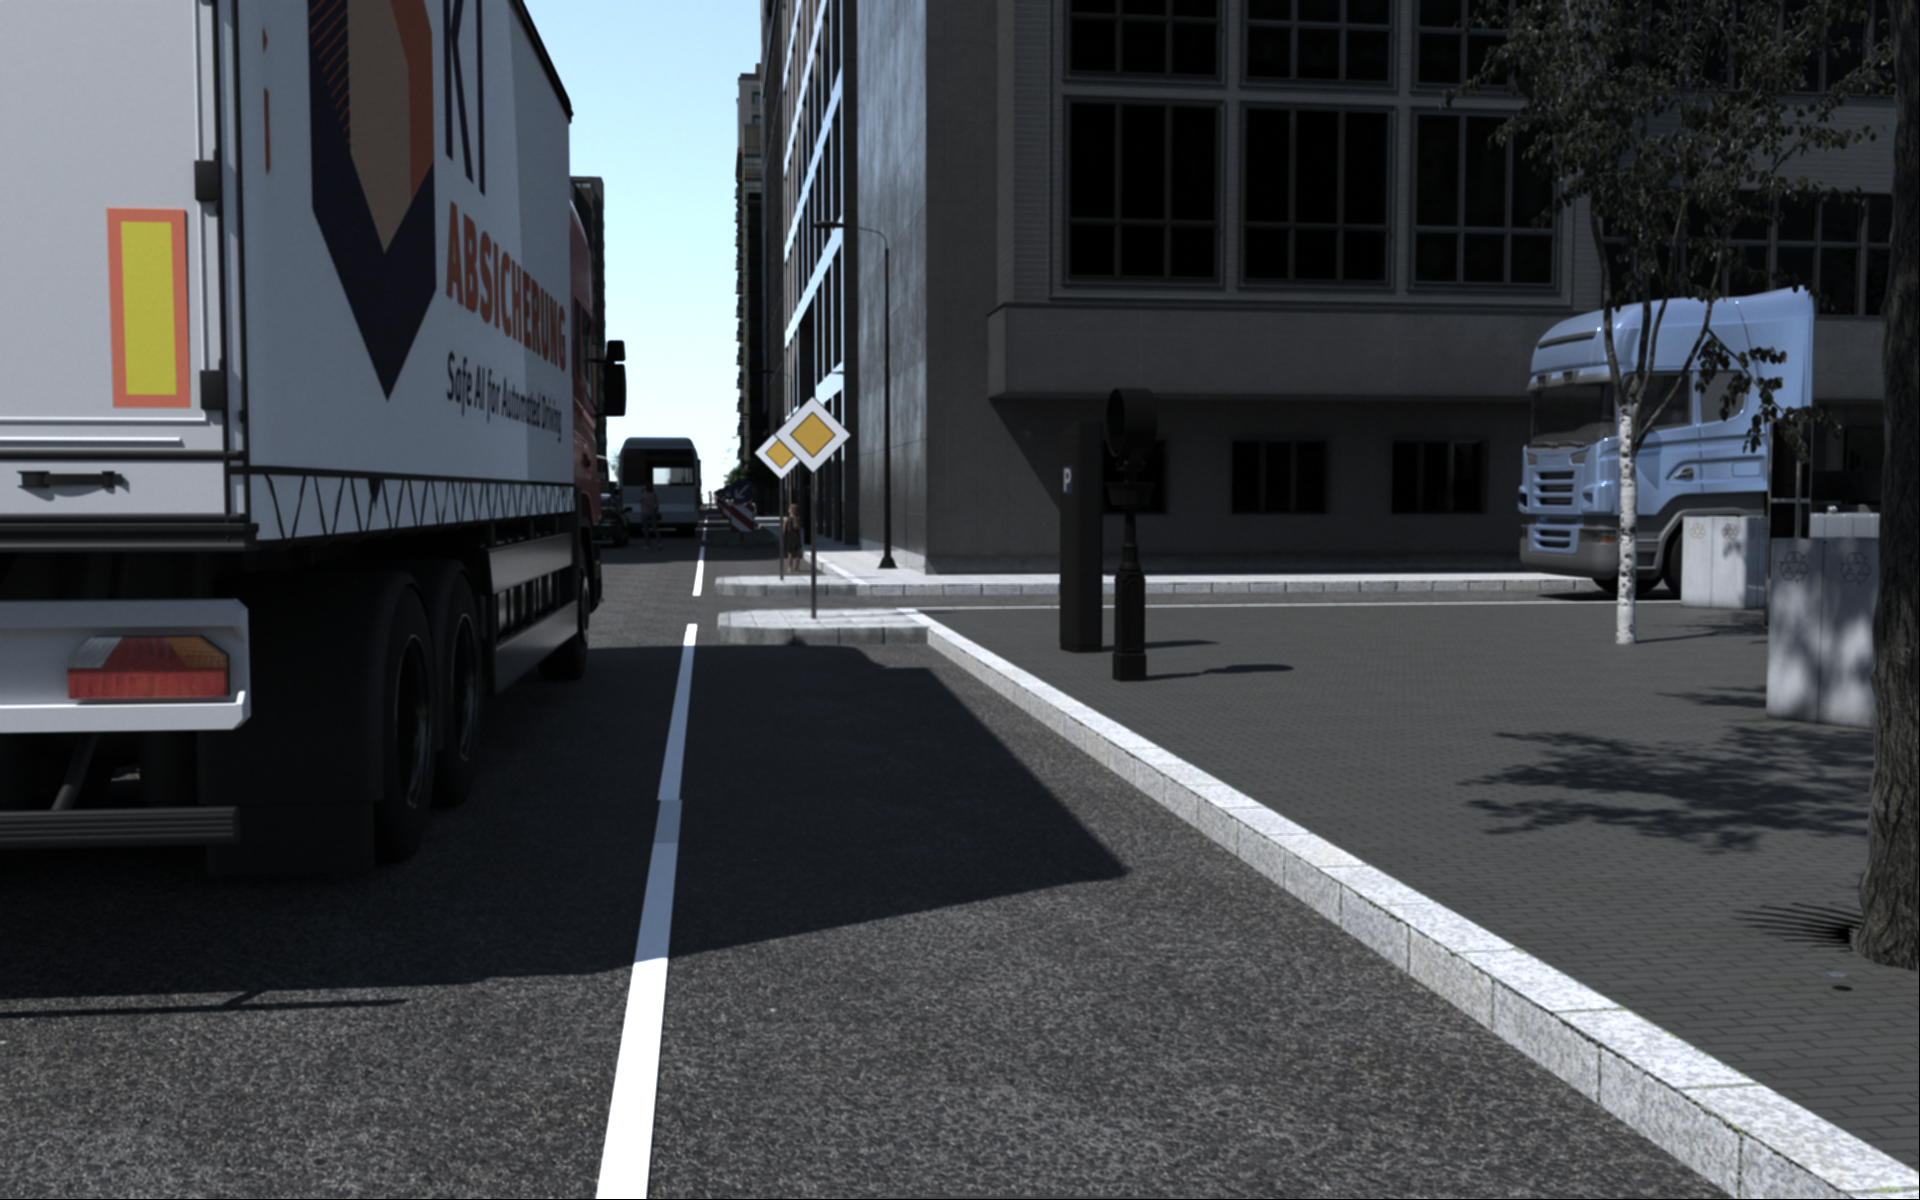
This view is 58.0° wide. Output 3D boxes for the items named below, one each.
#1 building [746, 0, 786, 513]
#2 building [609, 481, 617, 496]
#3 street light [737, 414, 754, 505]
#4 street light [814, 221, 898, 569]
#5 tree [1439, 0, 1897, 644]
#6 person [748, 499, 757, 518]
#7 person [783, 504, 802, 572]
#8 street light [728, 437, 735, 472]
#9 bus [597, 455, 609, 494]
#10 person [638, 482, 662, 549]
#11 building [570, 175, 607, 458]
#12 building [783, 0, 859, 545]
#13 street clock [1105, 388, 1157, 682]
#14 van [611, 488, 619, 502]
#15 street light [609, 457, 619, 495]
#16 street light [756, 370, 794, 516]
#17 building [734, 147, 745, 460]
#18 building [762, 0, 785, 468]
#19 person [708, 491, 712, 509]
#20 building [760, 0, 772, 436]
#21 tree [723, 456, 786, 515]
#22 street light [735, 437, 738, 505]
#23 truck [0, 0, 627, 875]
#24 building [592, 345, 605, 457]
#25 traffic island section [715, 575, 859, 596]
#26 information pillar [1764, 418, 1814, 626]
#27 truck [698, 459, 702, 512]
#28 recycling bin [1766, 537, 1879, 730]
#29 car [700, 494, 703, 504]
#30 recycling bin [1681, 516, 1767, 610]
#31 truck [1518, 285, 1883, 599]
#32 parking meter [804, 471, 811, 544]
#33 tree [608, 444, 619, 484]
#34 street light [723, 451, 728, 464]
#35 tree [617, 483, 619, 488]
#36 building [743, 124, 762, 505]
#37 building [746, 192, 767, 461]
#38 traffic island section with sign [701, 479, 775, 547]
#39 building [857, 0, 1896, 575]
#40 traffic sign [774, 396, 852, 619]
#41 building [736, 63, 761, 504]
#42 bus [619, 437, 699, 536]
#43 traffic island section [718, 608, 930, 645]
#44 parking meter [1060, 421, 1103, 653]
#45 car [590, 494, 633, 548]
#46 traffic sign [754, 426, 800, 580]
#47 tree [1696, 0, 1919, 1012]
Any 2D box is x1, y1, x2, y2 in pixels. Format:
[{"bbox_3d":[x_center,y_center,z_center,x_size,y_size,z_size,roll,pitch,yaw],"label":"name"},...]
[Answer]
[{"bbox_3d":[-4.996,-41.911,123.493,20.563,71.187,20.611,-1,4,-8],"label":"building"},{"bbox_3d":[-63.226,-33.173,234.257,32.217,40.220,23.993,-1,4,-8],"label":"building"},{"bbox_3d":[-11.963,-7.810,100.240,1.470,5.913,1.316,-1,4,-8],"label":"street light"},{"bbox_3d":[-1.787,-3.494,29.672,1.470,5.913,1.316,-1,4,-8],"label":"street light"},{"bbox_3d":[5.743,-3.916,14.391,4.360,8.622,3.978,0,3,0],"label":"tree"},{"bbox_3d":[-8.657,-3.612,72.238,0.352,1.250,0.332,-1,4,-22],"label":"person"},{"bbox_3d":[-3.091,-1.138,31.781,0.362,1.253,0.373,-1,4,-22],"label":"person"},{"bbox_3d":[-17.848,-10.287,140.725,1.470,5.913,1.316,-1,4,-8],"label":"street light"},{"bbox_3d":[-20.678,-6.216,93.182,2.896,3.916,12.252,0,4,-7],"label":"bus"},{"bbox_3d":[-7.965,-2.181,44.743,0.593,1.750,0.643,-2,4,-31],"label":"person"},{"bbox_3d":[-51.706,-32.561,215.961,14.154,41.232,14.086,-1,4,-8],"label":"building"},{"bbox_3d":[4.150,-15.696,61.146,19.350,26.468,34.151,-1,4,-8],"label":"building"},{"bbox_3d":[1.168,-0.448,11.889,0.358,2.002,0.471,-1,4,-12],"label":"street clock"},{"bbox_3d":[-30.828,-9.469,159.198,2.240,2.365,5.245,0,4,-7],"label":"van"},{"bbox_3d":[-43.516,-14.979,217.447,1.470,5.913,1.316,-1,4,-8],"label":"street light"},{"bbox_3d":[-6.835,-5.653,64.962,1.470,5.913,1.316,-1,4,-8],"label":"street light"},{"bbox_3d":[-16.929,-34.400,217.070,22.147,44.769,28.867,-1,4,-8],"label":"building"},{"bbox_3d":[-2.617,-18.101,89.459,14.314,27.812,24.014,-1,4,-8],"label":"building"},{"bbox_3d":[-23.958,-9.639,166.815,0.721,1.743,1.217,0,4,-3],"label":"person"},{"bbox_3d":[-3.177,-34.227,148.845,28.713,52.752,27.495,-1,4,-8],"label":"building"},{"bbox_3d":[-11.853,-7.664,109.016,4.285,4.588,4.351,0,3,0],"label":"tree"},{"bbox_3d":[-12.756,-8.129,105.442,1.470,5.913,1.316,-1,4,-8],"label":"street light"},{"bbox_3d":[-3.675,-1.281,9.859,2.839,4.237,11.283,0,4,-7],"label":"truck"},{"bbox_3d":[-54.748,-21.328,193.758,27.650,21.520,28.899,-1,4,-8],"label":"building"},{"bbox_3d":[-2.629,-0.214,25.773,2.009,0.180,2.903,-1,4,-8],"label":"traffic island section"},{"bbox_3d":[8.044,-0.754,16.814,0.304,2.012,0.304,-3,5,-44],"label":"information pillar"},{"bbox_3d":[-22.915,-9.510,144.399,2.839,4.237,11.283,-1,4,-9],"label":"truck"},{"bbox_3d":[5.110,0.167,9.817,0.722,1.027,0.722,-2,4,-30],"label":"recycling bin"},{"bbox_3d":[-37.148,-14.323,242.845,2.281,1.827,5.304,0,4,-7],"label":"car"},{"bbox_3d":[8.643,-0.429,19.566,0.722,1.027,0.722,3,5,45],"label":"recycling bin"},{"bbox_3d":[16.511,-2.092,23.968,18.799,4.110,2.967,0,4,-6],"label":"truck"},{"bbox_3d":[-3.846,-2.355,44.219,0.255,1.863,0.399,-1,4,-11],"label":"parking meter"},{"bbox_3d":[-50.314,-18.725,256.522,4.360,8.622,3.978,0,3,0],"label":"tree"},{"bbox_3d":[-24.547,-13.114,186.948,1.470,5.913,1.316,-1,4,-8],"label":"street light"},{"bbox_3d":[-49.755,-15.689,251.115,1.663,3.219,1.824,0,3,0],"label":"tree"},{"bbox_3d":[-17.293,-31.290,195.187,14.154,41.232,14.086,-1,4,-8],"label":"building"},{"bbox_3d":[-13.720,-24.299,168.984,14.160,30.474,14.107,-1,4,-8],"label":"building"},{"bbox_3d":[-6.143,-2.397,47.814,1.989,1.847,2.006,-1,4,-8],"label":"traffic island section with sign"},{"bbox_3d":[13.440,-13.153,34.124,30.058,24.678,14.314,-1,4,-8],"label":"building"},{"bbox_3d":[-1.509,-0.865,17.789,0.795,2.450,0.064,-1,4,-8],"label":"traffic sign"},{"bbox_3d":[-20.756,-43.006,245.148,21.231,58.520,28.212,-1,4,-8],"label":"building"},{"bbox_3d":[-10.895,-4.137,62.496,2.948,3.499,13.247,-1,4,-10],"label":"bus"},{"bbox_3d":[-1.487,0.270,17.869,2.009,0.180,2.903,-1,4,-8],"label":"traffic island section"},{"bbox_3d":[0.987,-0.515,14.128,0.255,1.863,0.399,-1,4,-17],"label":"parking meter"},{"bbox_3d":[-10.135,-2.199,47.752,2.131,1.459,4.920,0,4,-8],"label":"car"},{"bbox_3d":[-2.652,-1.349,25.692,0.795,2.450,0.064,-1,4,-8],"label":"traffic sign"},{"bbox_3d":[2.748,-4.823,4.612,9.928,11.665,9.643,0,3,0],"label":"tree"}]
